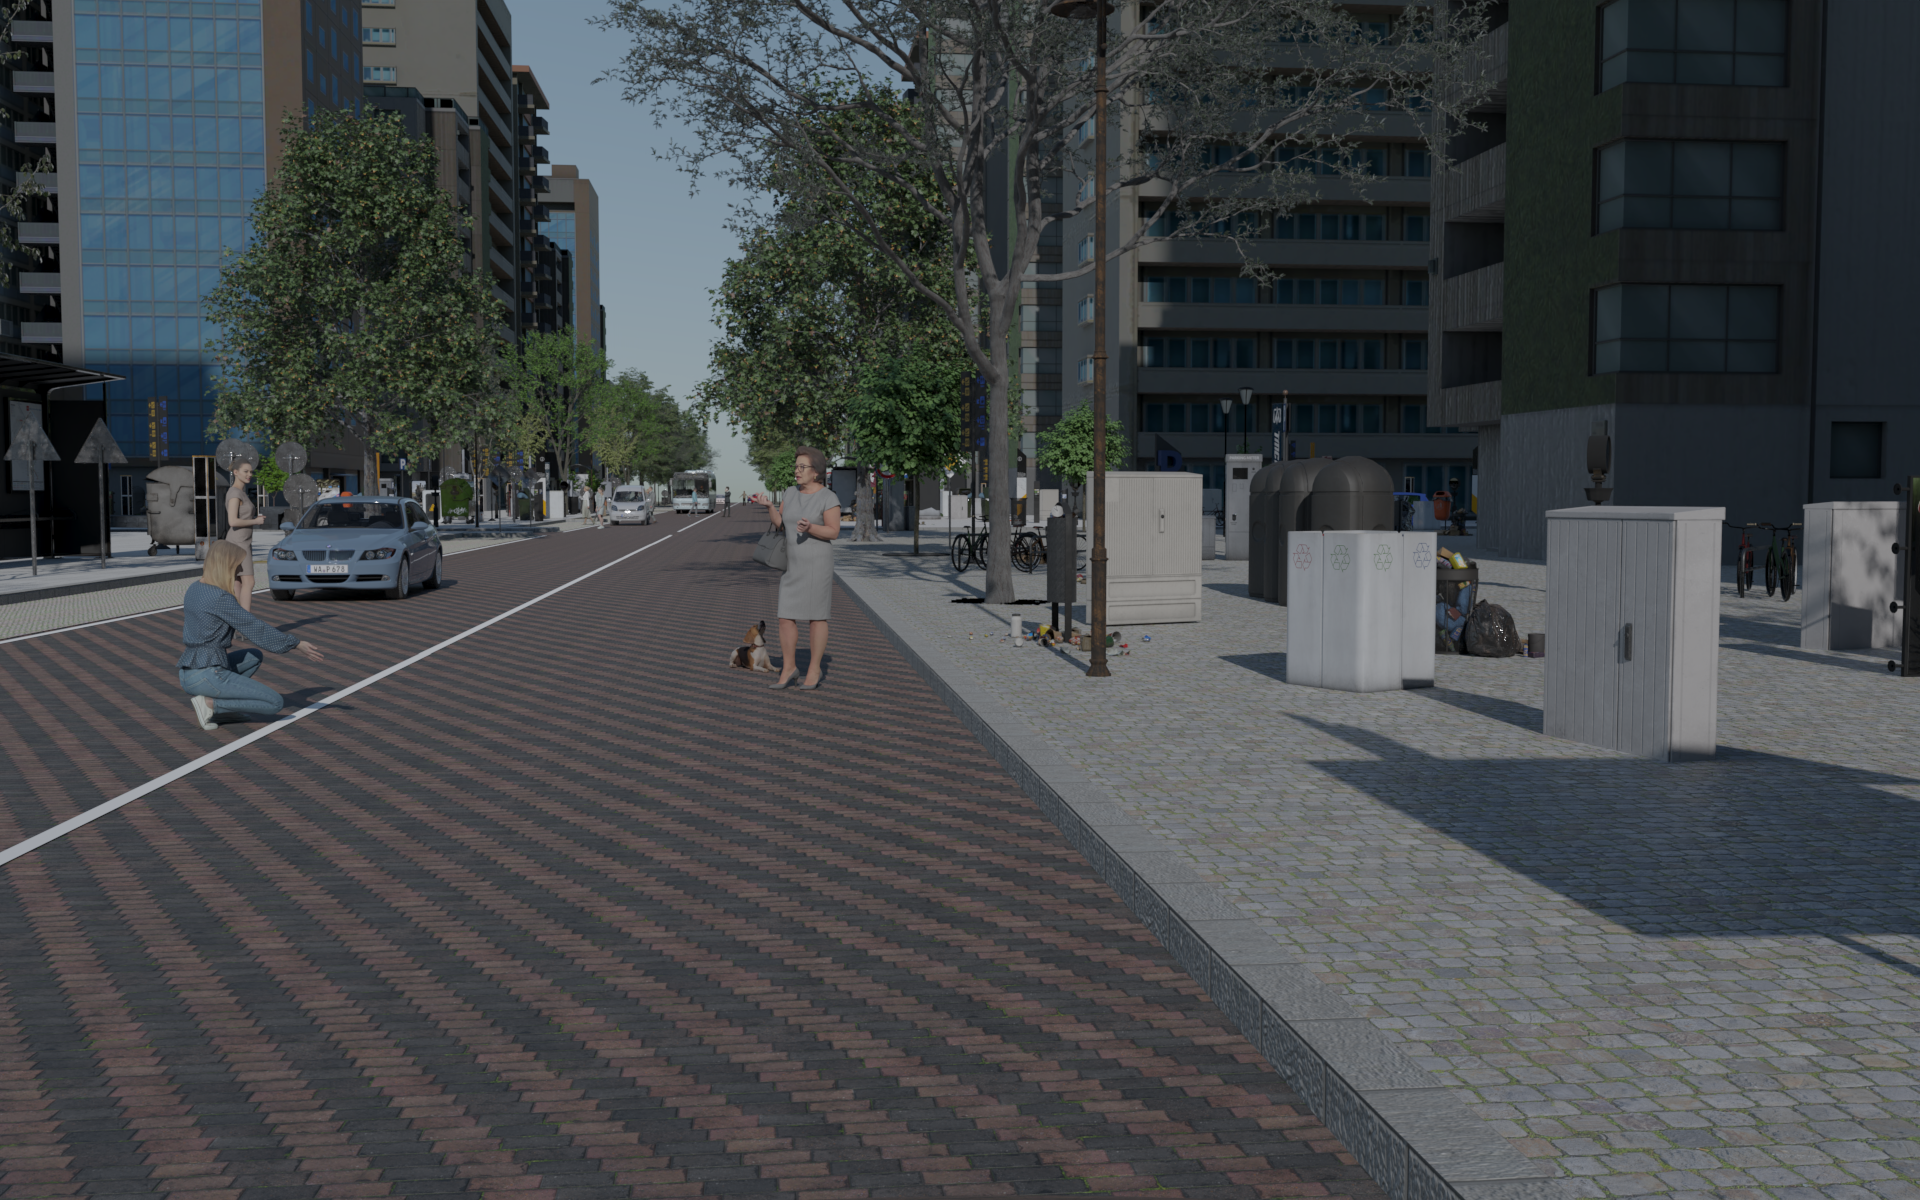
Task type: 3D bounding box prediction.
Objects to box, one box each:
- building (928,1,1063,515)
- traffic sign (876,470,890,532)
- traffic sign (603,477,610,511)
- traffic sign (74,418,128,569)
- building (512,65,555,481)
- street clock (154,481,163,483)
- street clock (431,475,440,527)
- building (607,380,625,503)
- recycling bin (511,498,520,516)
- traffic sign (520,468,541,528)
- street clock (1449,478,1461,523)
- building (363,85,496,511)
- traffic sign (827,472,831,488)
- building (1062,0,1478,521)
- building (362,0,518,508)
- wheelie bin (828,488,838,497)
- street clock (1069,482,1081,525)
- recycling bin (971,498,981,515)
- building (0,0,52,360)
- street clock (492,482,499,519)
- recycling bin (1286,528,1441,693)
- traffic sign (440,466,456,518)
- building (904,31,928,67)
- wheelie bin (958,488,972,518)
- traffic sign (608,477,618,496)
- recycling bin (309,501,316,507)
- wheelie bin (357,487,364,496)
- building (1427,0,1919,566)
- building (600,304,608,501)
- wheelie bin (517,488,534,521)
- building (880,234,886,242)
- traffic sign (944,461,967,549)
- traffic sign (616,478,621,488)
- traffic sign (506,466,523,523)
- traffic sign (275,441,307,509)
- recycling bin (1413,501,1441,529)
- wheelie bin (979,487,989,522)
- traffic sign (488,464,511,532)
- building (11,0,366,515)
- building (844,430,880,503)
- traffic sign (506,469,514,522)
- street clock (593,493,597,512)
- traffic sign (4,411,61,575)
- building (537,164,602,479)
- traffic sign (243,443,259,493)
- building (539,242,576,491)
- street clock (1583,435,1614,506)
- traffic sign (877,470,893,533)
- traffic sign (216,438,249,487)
[{"bbox_3d":[4.421,-27.420,131.909,14.154,41.232,14.086,0,4,-7],"label":"building"},{"bbox_3d":[-2.520,-3.594,58.862,0.768,2.556,0.104,0,4,-3],"label":"traffic sign"},{"bbox_3d":[-27.056,-8.107,132.659,0.768,2.556,0.104,0,4,0],"label":"traffic sign"},{"bbox_3d":[-14.663,-1.809,29.577,0.884,2.594,0.081,0,4,-3],"label":"traffic sign"},{"bbox_3d":[-52.988,-31.730,173.403,22.147,44.769,28.867,0,4,-7],"label":"building"},{"bbox_3d":[-31.957,-3.958,69.279,0.358,2.002,0.471,1,4,16],"label":"street clock"},{"bbox_3d":[-20.167,-3.794,66.601,0.358,2.002,0.471,-1,4,-21],"label":"street clock"},{"bbox_3d":[-68.259,-26.253,274.269,27.650,21.520,28.899,0,4,-7],"label":"building"},{"bbox_3d":[-26.250,-5.530,102.972,0.722,1.027,0.722,2,4,25],"label":"recycling bin"},{"bbox_3d":[-16.407,-3.824,66.159,0.795,2.450,0.064,0,4,-7],"label":"traffic sign"},{"bbox_3d":[21.999,-4.433,77.050,0.471,2.002,0.358,3,5,41],"label":"street clock"},{"bbox_3d":[-42.229,-21.673,126.050,14.160,30.474,14.107,0,4,-7],"label":"building"},{"bbox_3d":[-7.430,-6.046,98.965,0.768,2.556,0.104,0,4,2],"label":"traffic sign"},{"bbox_3d":[16.544,-28.572,90.859,21.600,48.544,21.300,0,4,-7],"label":"building"},{"bbox_3d":[-50.410,-32.074,148.119,21.300,48.544,21.600,0,4,-7],"label":"building"},{"bbox_3d":[-6.318,-4.642,83.804,0.693,1.594,0.980,1,4,18],"label":"wheelie bin"},{"bbox_3d":[4.720,-4.059,70.939,0.471,2.002,0.358,-2,4,-25],"label":"street clock"},{"bbox_3d":[0.803,-5.614,104.349,0.722,1.027,0.722,3,4,38],"label":"recycling bin"},{"bbox_3d":[-60.115,-24.199,87.535,23.993,40.220,32.217,0,4,-7],"label":"building"},{"bbox_3d":[-24.336,-5.281,90.909,0.471,2.002,0.358,-1,4,-12],"label":"street clock"},{"bbox_3d":[2.684,0.058,11.602,0.722,1.027,0.722,-2,4,-33],"label":"recycling bin"},{"bbox_3d":[-23.290,-4.815,78.830,0.768,2.556,0.104,0,4,-4],"label":"traffic sign"},{"bbox_3d":[5.894,-31.222,165.102,22.147,44.769,28.867,0,4,-7],"label":"building"},{"bbox_3d":[0.304,-5.219,93.236,0.980,1.594,0.693,-1,4,-13],"label":"wheelie bin"},{"bbox_3d":[-26.225,-8.006,131.009,0.768,2.556,0.104,0,3,0],"label":"traffic sign"},{"bbox_3d":[-33.051,-4.596,87.697,0.722,1.027,0.722,-3,5,-41],"label":"recycling bin"},{"bbox_3d":[-26.837,-4.321,78.563,0.980,1.594,0.693,-2,4,-25],"label":"wheelie bin"},{"bbox_3d":[17.762,-16.256,37.482,14.160,30.474,14.107,0,4,-7],"label":"building"},{"bbox_3d":[-59.316,-29.449,253.196,14.160,30.474,14.107,0,4,-7],"label":"building"},{"bbox_3d":[-21.079,-4.658,84.063,0.693,1.594,0.980,0,4,7],"label":"wheelie bin"},{"bbox_3d":[1.588,-33.003,194.226,22.147,44.769,28.867,0,4,-7],"label":"building"},{"bbox_3d":[-0.240,-2.400,40.421,0.795,2.450,0.064,0,4,0],"label":"traffic sign"},{"bbox_3d":[-26.625,-8.203,134.217,0.768,2.556,0.104,0,4,3],"label":"traffic sign"},{"bbox_3d":[-19.924,-4.727,77.396,0.768,2.556,0.104,0,4,-6],"label":"traffic sign"},{"bbox_3d":[-16.213,-2.562,41.996,0.768,2.556,0.104,0,4,-3],"label":"traffic sign"},{"bbox_3d":[16.697,-3.020,61.926,0.722,1.027,0.722,-1,4,-19],"label":"recycling bin"},{"bbox_3d":[1.295,-4.344,78.931,0.980,1.594,0.693,-1,4,-20],"label":"wheelie bin"},{"bbox_3d":[-15.475,-3.339,58.229,0.795,2.450,0.064,0,4,-7],"label":"traffic sign"},{"bbox_3d":[-41.251,-27.185,94.582,14.600,45.320,14.200,0,4,-7],"label":"building"},{"bbox_3d":[-3.371,-25.714,265.456,27.650,21.520,28.899,0,4,-7],"label":"building"},{"bbox_3d":[-20.541,-4.863,79.620,0.768,2.556,0.104,0,4,-1],"label":"traffic sign"},{"bbox_3d":[-26.443,-7.386,125.328,0.471,2.002,0.358,2,4,29],"label":"street clock"},{"bbox_3d":[-14.601,-1.667,27.259,0.884,2.594,0.081,0,4,-1],"label":"traffic sign"},{"bbox_3d":[-57.233,-36.003,238.763,14.600,45.320,14.200,0,4,-7],"label":"building"},{"bbox_3d":[-17.710,-2.613,42.830,0.768,2.556,0.104,0,4,3],"label":"traffic sign"},{"bbox_3d":[-51.393,-25.928,195.620,14.160,30.474,14.107,0,4,-7],"label":"building"},{"bbox_3d":[7.902,-1.033,21.455,0.358,2.002,0.471,2,4,29],"label":"street clock"},{"bbox_3d":[-2.364,-3.464,56.738,0.768,2.556,0.104,0,4,2],"label":"traffic sign"},{"bbox_3d":[-16.550,-2.403,39.388,0.768,2.556,0.104,0,4,3],"label":"traffic sign"}]
